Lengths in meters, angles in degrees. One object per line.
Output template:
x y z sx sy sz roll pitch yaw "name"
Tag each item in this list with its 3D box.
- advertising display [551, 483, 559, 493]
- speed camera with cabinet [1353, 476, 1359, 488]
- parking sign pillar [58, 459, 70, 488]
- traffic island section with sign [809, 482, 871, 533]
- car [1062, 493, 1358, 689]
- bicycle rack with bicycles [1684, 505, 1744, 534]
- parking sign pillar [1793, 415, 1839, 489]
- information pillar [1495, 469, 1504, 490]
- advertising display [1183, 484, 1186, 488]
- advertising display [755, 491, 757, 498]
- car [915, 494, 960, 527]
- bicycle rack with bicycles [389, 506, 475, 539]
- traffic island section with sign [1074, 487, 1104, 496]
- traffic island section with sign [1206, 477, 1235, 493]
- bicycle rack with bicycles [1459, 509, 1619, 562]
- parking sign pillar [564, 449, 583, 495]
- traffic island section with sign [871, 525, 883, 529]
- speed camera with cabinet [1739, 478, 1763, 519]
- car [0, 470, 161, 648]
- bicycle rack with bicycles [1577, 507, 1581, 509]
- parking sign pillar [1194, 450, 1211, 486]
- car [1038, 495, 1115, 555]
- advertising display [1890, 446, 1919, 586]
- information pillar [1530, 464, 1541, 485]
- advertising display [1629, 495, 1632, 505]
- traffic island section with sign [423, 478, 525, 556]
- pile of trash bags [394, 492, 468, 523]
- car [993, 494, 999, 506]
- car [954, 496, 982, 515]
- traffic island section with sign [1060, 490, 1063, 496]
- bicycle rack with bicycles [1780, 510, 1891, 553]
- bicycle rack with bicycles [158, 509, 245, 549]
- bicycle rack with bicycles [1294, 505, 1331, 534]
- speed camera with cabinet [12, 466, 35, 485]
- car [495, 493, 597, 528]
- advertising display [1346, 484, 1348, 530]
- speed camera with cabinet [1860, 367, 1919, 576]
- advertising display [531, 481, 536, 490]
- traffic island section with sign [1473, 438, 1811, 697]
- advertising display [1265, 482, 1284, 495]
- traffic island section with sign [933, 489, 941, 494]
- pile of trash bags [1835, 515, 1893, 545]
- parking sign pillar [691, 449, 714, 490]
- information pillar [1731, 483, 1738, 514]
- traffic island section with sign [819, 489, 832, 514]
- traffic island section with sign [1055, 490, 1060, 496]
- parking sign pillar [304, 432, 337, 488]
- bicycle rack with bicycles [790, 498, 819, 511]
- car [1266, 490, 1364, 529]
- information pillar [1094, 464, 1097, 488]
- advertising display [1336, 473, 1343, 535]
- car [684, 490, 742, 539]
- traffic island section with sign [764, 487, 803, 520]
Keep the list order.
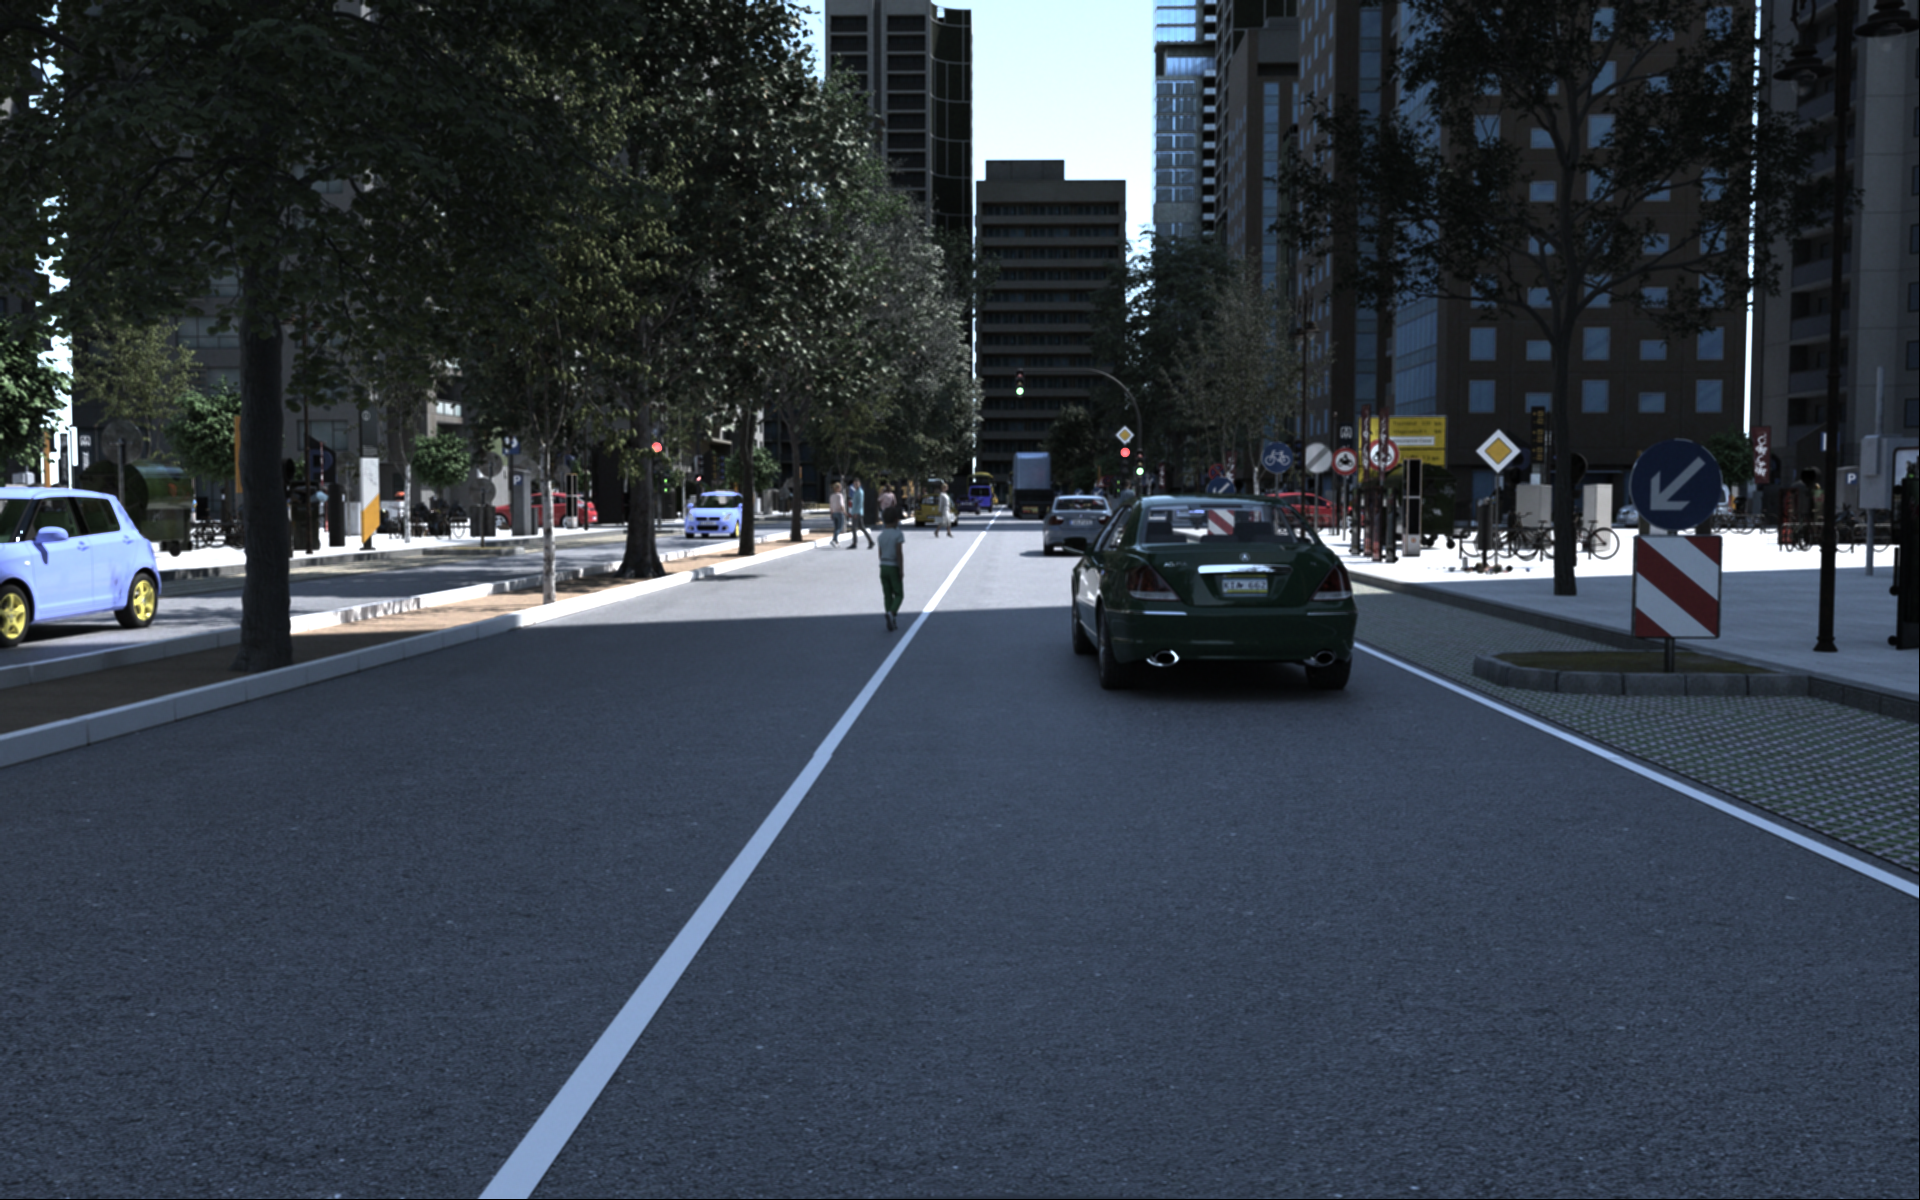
-22.780 -5.622 97.126 0.123 1.923 0.974 1 4 17 "advertising display"
19.361 -5.295 80.902 0.660 3.252 2.038 -3 5 -41 "speed camera with cabinet"
-68.385 -8.790 132.191 1.447 3.967 1.447 -1 4 -12 "parking sign pillar"
-4.454 -3.395 63.650 2.006 1.907 1.989 0 4 2 "traffic island section with sign"
1.934 -0.143 14.142 2.131 1.459 4.920 0 4 0 "car"
24.830 -2.605 55.972 2.925 0.926 2.852 2 4 30 "bicycle rack with bicycles"
29.241 -4.327 59.217 1.447 3.967 1.447 1 4 13 "parking sign pillar"
24.853 -5.403 79.694 0.183 3.616 0.504 -3 5 -42 "information pillar"
18.025 -8.249 140.076 0.123 1.923 0.974 3 5 42 "advertising display"
-17.115 -8.681 147.152 0.123 1.923 0.974 -3 4 -36 "advertising display"
-1.018 -4.042 76.313 2.015 1.641 3.980 0 4 4 "car"
-15.403 -2.236 49.941 2.852 0.926 2.925 0 4 7 "bicycle rack with bicycles"
7.546 -5.380 96.594 1.989 1.847 2.006 0 4 2 "traffic island section with sign"
5.838 -1.924 40.084 1.989 1.847 2.006 0 4 2 "traffic island section with sign"
11.096 -1.274 34.209 2.852 0.926 2.925 -3 5 -40 "bicycle rack with bicycles"
-19.081 -5.937 85.544 1.447 3.967 1.447 -2 4 -35 "parking sign pillar"
-4.221 -3.848 71.054 2.006 1.907 1.989 0 4 2 "traffic island section with sign"
41.427 -5.854 90.056 0.660 3.252 2.038 -1 4 -14 "speed camera with cabinet"
-9.615 -0.470 17.278 1.945 1.707 3.694 0 4 3 "car"
17.418 -2.239 49.991 2.852 0.926 2.925 2 4 35 "bicycle rack with bicycles"
13.696 -6.619 96.700 1.447 3.967 1.447 -2 4 -35 "parking sign pillar"
2.894 -1.826 41.860 2.014 1.417 4.499 0 4 3 "car"
12.982 -1.121 23.541 0.123 1.923 0.974 0 4 -1 "advertising display"
23.288 -4.819 70.145 0.504 3.616 0.183 -2 4 -26 "information pillar"
27.912 -4.019 70.929 0.974 1.923 0.123 0 4 6 "advertising display"
-11.413 -1.977 40.946 1.989 1.847 2.006 0 4 2 "traffic island section with sign"
-23.620 -4.099 76.766 1.912 1.369 3.447 2 4 31 "pile of trash bags"
3.763 -12.384 212.698 2.015 1.641 3.980 0 4 3 "car"
0.524 -6.592 120.365 1.945 1.354 3.894 0 4 3 "car"
8.374 -7.063 124.100 1.989 1.847 2.006 0 4 2 "traffic island section with sign"
19.481 -1.547 38.678 2.925 0.926 2.852 -2 4 -26 "bicycle rack with bicycles"
-17.373 -1.671 40.697 2.925 0.926 2.852 -1 4 -8 "bicycle rack with bicycles"
10.687 -2.616 56.161 2.925 0.926 2.852 0 4 -4 "bicycle rack with bicycles"
-39.629 -4.886 74.218 0.660 3.252 2.038 1 4 11 "speed camera with cabinet"
-16.375 -3.559 67.228 4.494 1.783 2.155 0 4 1 "car"
13.780 -3.477 62.066 0.123 1.923 0.974 0 4 4 "advertising display"
14.562 -1.958 26.347 0.660 3.252 2.038 0 4 -5 "speed camera with cabinet"
-22.141 -5.089 88.411 0.974 1.923 0.123 0 4 2 "advertising display"
5.025 -0.276 13.141 1.989 1.847 2.006 0 4 2 "traffic island section with sign"
16.447 -5.230 90.732 0.974 1.923 0.123 1 4 12 "advertising display"
-1.961 -8.442 146.158 2.006 1.907 1.989 0 4 2 "traffic island section with sign"
24.258 -2.134 44.644 3.447 1.369 1.912 -1 4 -15 "pile of trash bags"
-15.438 -7.063 103.945 1.447 3.967 1.447 1 4 16 "parking sign pillar"
49.650 -7.322 111.076 0.504 3.616 0.183 0 4 -4 "information pillar"
-8.920 -7.009 123.223 1.989 1.847 2.006 0 4 2 "traffic island section with sign"
10.668 -11.707 200.036 1.989 1.847 2.006 0 4 2 "traffic island section with sign"
-27.803 -5.312 75.316 1.447 3.967 1.447 -1 4 -15 "parking sign pillar"
-13.048 -7.973 143.739 2.925 0.926 2.852 -2 4 -28 "bicycle rack with bicycles"
13.187 -3.453 65.492 4.494 1.783 2.155 0 4 2 "car"
10.761 -8.905 136.953 0.183 3.616 0.504 2 4 29 "information pillar"
11.853 -3.000 54.261 0.123 1.923 0.974 1 4 11 "advertising display"
-7.928 -2.893 56.897 1.945 1.707 3.694 0 4 3 "car"
-9.750 -5.355 96.179 1.989 1.847 2.006 0 4 2 "traffic island section with sign"
